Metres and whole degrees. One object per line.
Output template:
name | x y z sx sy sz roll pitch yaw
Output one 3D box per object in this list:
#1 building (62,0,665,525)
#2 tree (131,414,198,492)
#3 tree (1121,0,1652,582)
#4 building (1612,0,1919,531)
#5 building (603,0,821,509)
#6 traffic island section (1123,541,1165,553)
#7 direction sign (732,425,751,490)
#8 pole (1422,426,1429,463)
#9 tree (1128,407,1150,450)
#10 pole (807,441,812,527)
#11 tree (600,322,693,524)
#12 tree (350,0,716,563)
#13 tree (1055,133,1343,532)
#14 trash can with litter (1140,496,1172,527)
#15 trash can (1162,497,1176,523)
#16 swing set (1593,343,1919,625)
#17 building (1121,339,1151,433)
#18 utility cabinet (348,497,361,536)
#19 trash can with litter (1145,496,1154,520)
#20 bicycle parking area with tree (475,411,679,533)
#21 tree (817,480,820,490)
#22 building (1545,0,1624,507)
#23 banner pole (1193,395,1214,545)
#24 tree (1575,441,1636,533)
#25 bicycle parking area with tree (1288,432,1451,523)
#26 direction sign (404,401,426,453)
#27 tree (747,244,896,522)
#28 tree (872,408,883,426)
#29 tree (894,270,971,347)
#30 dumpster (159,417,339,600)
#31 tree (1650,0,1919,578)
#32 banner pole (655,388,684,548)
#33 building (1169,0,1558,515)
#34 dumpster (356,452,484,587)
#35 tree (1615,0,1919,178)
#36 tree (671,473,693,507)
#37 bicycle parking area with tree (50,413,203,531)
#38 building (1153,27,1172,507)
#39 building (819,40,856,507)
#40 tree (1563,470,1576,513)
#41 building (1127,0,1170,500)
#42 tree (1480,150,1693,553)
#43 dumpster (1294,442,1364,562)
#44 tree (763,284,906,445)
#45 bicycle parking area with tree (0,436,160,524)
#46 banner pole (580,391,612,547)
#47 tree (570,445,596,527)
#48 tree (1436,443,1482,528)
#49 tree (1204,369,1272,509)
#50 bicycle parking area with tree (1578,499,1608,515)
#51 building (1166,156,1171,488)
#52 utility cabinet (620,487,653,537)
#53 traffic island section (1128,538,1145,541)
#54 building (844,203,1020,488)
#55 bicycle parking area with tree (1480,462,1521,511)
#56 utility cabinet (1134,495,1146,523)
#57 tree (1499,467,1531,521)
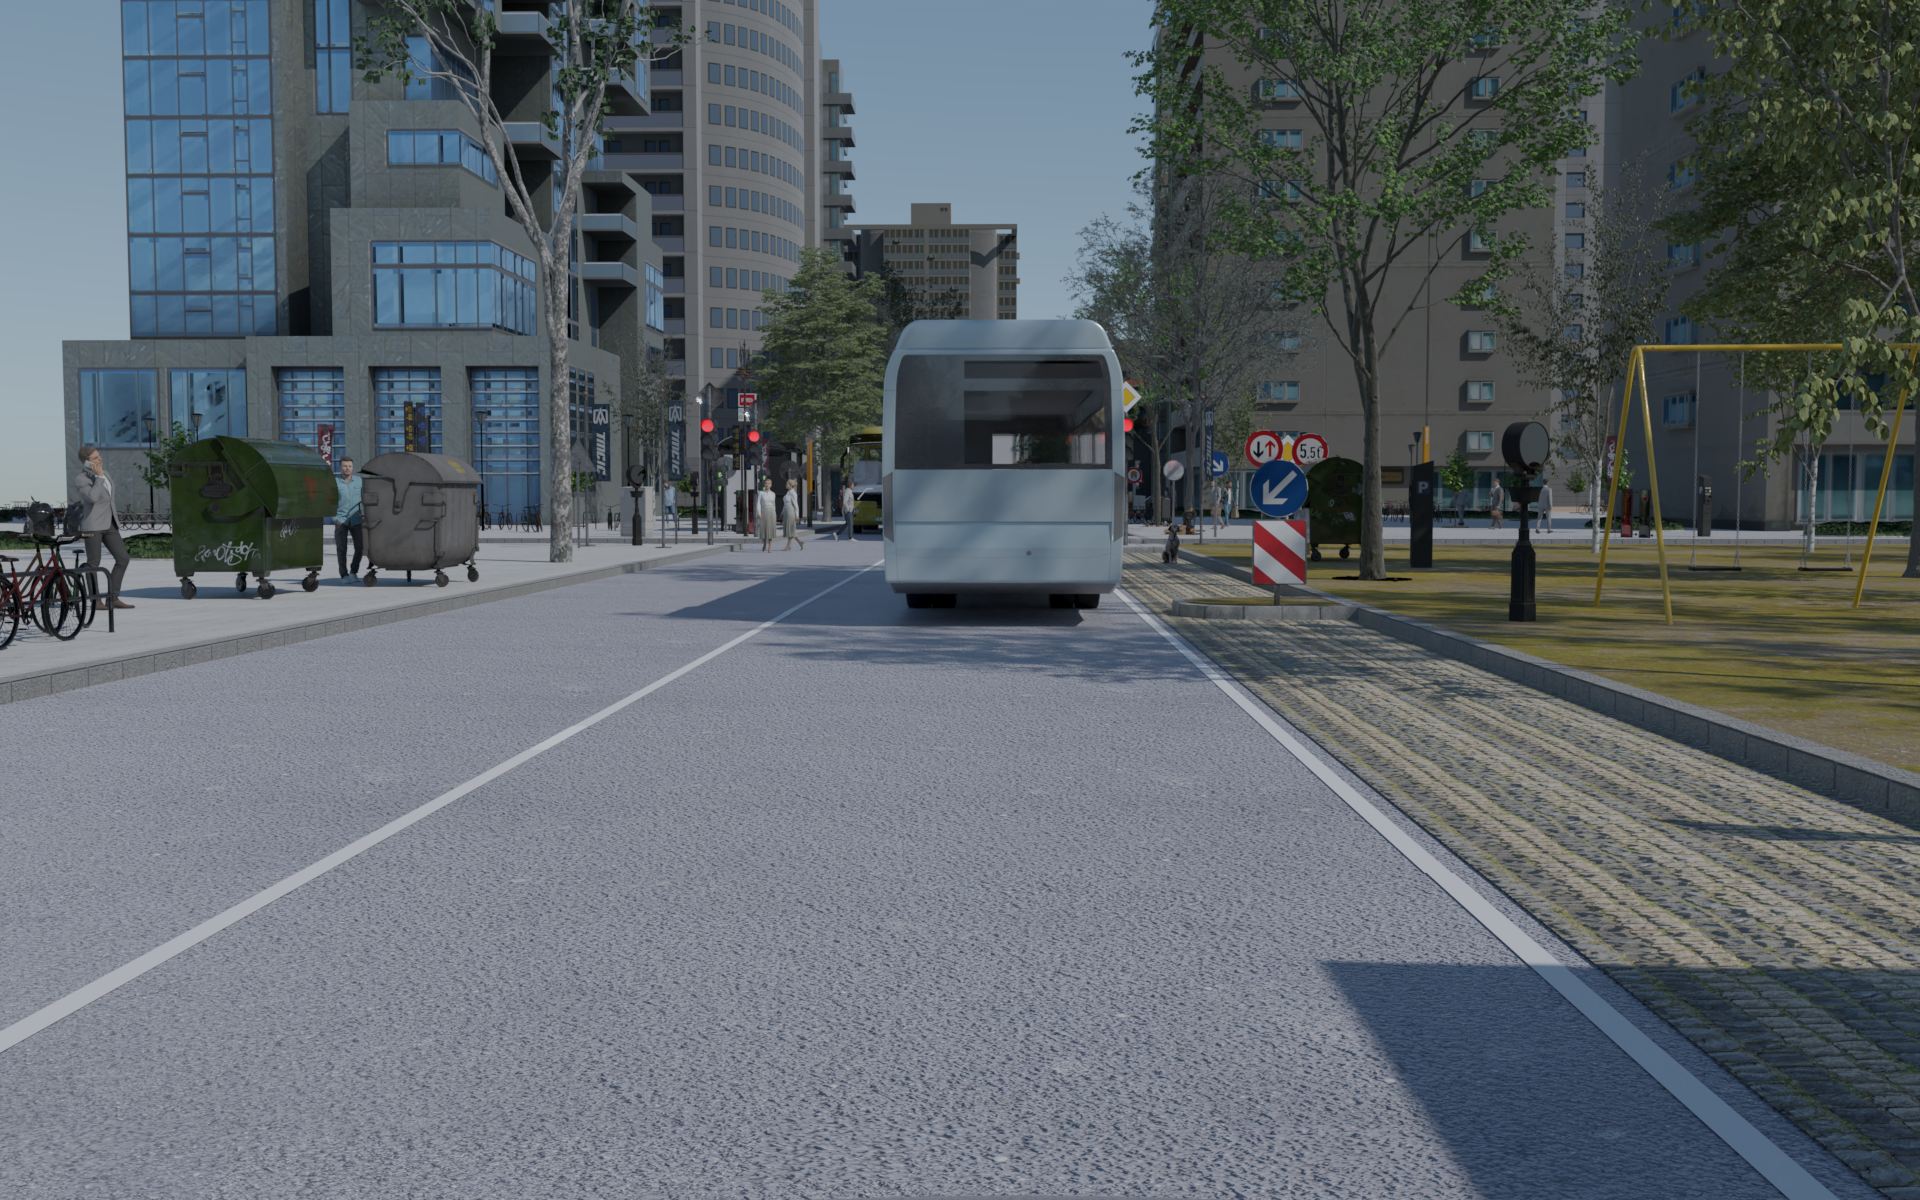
building | -26.882 -47.169 83.886 22.319 86.520 31.000 0 4 2
tree | -18.702 -2.878 41.656 1.663 3.219 1.824 0 3 0
tree | 5.981 -6.100 25.498 9.928 11.665 9.643 0 3 0
building | 38.412 -27.194 68.330 21.600 48.544 21.300 0 4 2
building | -23.348 -36.600 140.414 21.231 58.520 28.212 0 4 2
traffic island section | 4.143 -1.283 43.265 2.009 0.180 2.903 0 4 2
direction sign | -7.143 -3.961 56.759 0.876 3.537 0.379 3 5 40
pole | 13.999 -3.564 52.118 0.158 3.312 0.155 0 3 0
tree | 8.821 -11.276 118.770 8.767 10.594 7.601 0 4 6
pole | -5.785 -4.448 66.569 0.158 3.312 0.155 0 3 0
tree | -13.092 -7.530 73.474 4.360 8.622 3.978 0 3 0
tree | -8.832 -10.808 32.600 12.611 20.169 13.585 0 3 0
tree | 7.891 -9.078 58.788 12.009 13.543 11.850 0 3 0
trash can with litter | 7.761 -3.496 68.223 2.233 1.210 1.678 -3 5 -43
trash can | 9.270 -4.012 77.250 0.748 1.137 0.748 0 3 0
swing set | 8.405 -1.258 18.190 3.119 2.851 2.862 0 4 6
building | 22.434 -23.624 231.293 28.899 21.520 27.650 0 4 2
utility cabinet | -18.786 -2.594 53.581 0.306 1.237 1.020 -2 4 -33
trash can with litter | 8.922 -4.469 84.455 1.055 1.170 0.624 -1 4 -9
bicycle parking area with tree | -14.275 -4.544 61.300 8.231 4.147 9.016 -1 4 -13
tree | -10.758 -7.863 123.162 1.663 3.219 1.824 0 3 0
building | 69.311 -39.067 180.750 28.212 58.520 21.231 0 4 2
banner pole | 6.201 -3.282 43.677 0.401 3.779 0.863 -1 4 -19
tree | 21.804 -3.840 57.388 1.663 3.219 1.824 0 3 0
bicycle parking area with tree | 18.471 -5.690 80.028 8.231 4.147 9.016 1 4 16
direction sign | -13.396 -3.097 42.626 0.379 3.537 0.876 1 4 15
tree | -6.254 -9.876 79.602 7.486 12.596 7.792 0 3 0
tree | -5.209 -10.011 114.044 4.360 8.622 3.978 0 3 0
tree | -4.386 -17.250 137.933 12.611 20.169 13.585 0 3 0
dumpster | -8.911 -1.179 21.771 1.502 2.255 1.985 0 4 2
tree | 14.805 -6.635 26.604 7.486 12.596 7.792 0 3 0
banner pole | -6.845 -3.115 40.952 0.863 3.779 0.401 2 4 28
building | 25.613 -30.006 114.306 21.300 48.544 21.600 0 4 2
dumpster | -7.619 -1.145 24.486 1.264 1.857 1.865 0 4 2
tree | 6.404 -3.730 11.353 4.737 8.622 4.395 0 3 0
tree | -18.487 -7.451 116.421 1.663 3.219 1.824 0 3 0
bicycle parking area with tree | -28.728 -4.690 63.677 9.016 4.147 8.231 -2 4 -29
building | 24.332 -28.853 155.339 14.154 41.232 14.086 0 4 2
building | -26.505 -34.397 181.996 30.456 49.044 23.786 0 4 2
tree | 41.391 -7.457 116.523 1.663 3.219 1.824 0 3 0
building | 28.250 -52.825 176.362 22.319 86.520 31.000 0 4 2
tree | 13.699 -5.333 37.554 4.360 8.622 3.978 0 3 0
dumpster | 7.156 -1.892 33.427 1.502 2.255 1.985 0 4 2
tree | -5.896 -11.613 100.242 12.009 13.543 11.850 0 3 0
bicycle parking area with tree | -47.247 -6.137 87.337 8.231 4.147 9.016 1 4 20
banner pole | -8.908 -3.197 42.293 0.863 3.779 0.401 1 4 10
tree | -15.269 -4.486 67.953 1.663 3.219 1.824 0 3 0
tree | 18.905 -4.339 65.542 1.663 3.219 1.824 0 3 0
tree | 16.353 -9.286 102.185 4.737 8.622 4.395 0 3 0
bicycle parking area with tree | 42.177 -7.164 104.135 9.016 4.147 8.231 1 4 16
building | 23.779 -22.623 141.594 14.160 30.474 14.107 0 4 2
utility cabinet | -9.586 -2.605 51.273 1.173 1.500 0.318 3 5 41
traffic island section | 4.353 -1.772 51.247 2.009 0.180 2.903 0 4 2
building | -3.934 -33.157 233.991 23.993 40.220 32.217 0 4 2
bicycle parking area with tree | 28.585 -6.871 99.341 8.231 4.147 9.016 2 4 35
utility cabinet | 7.982 -4.023 76.935 0.306 1.237 1.020 1 4 20
tree | 26.996 -5.428 83.343 1.663 3.219 1.824 0 3 0
